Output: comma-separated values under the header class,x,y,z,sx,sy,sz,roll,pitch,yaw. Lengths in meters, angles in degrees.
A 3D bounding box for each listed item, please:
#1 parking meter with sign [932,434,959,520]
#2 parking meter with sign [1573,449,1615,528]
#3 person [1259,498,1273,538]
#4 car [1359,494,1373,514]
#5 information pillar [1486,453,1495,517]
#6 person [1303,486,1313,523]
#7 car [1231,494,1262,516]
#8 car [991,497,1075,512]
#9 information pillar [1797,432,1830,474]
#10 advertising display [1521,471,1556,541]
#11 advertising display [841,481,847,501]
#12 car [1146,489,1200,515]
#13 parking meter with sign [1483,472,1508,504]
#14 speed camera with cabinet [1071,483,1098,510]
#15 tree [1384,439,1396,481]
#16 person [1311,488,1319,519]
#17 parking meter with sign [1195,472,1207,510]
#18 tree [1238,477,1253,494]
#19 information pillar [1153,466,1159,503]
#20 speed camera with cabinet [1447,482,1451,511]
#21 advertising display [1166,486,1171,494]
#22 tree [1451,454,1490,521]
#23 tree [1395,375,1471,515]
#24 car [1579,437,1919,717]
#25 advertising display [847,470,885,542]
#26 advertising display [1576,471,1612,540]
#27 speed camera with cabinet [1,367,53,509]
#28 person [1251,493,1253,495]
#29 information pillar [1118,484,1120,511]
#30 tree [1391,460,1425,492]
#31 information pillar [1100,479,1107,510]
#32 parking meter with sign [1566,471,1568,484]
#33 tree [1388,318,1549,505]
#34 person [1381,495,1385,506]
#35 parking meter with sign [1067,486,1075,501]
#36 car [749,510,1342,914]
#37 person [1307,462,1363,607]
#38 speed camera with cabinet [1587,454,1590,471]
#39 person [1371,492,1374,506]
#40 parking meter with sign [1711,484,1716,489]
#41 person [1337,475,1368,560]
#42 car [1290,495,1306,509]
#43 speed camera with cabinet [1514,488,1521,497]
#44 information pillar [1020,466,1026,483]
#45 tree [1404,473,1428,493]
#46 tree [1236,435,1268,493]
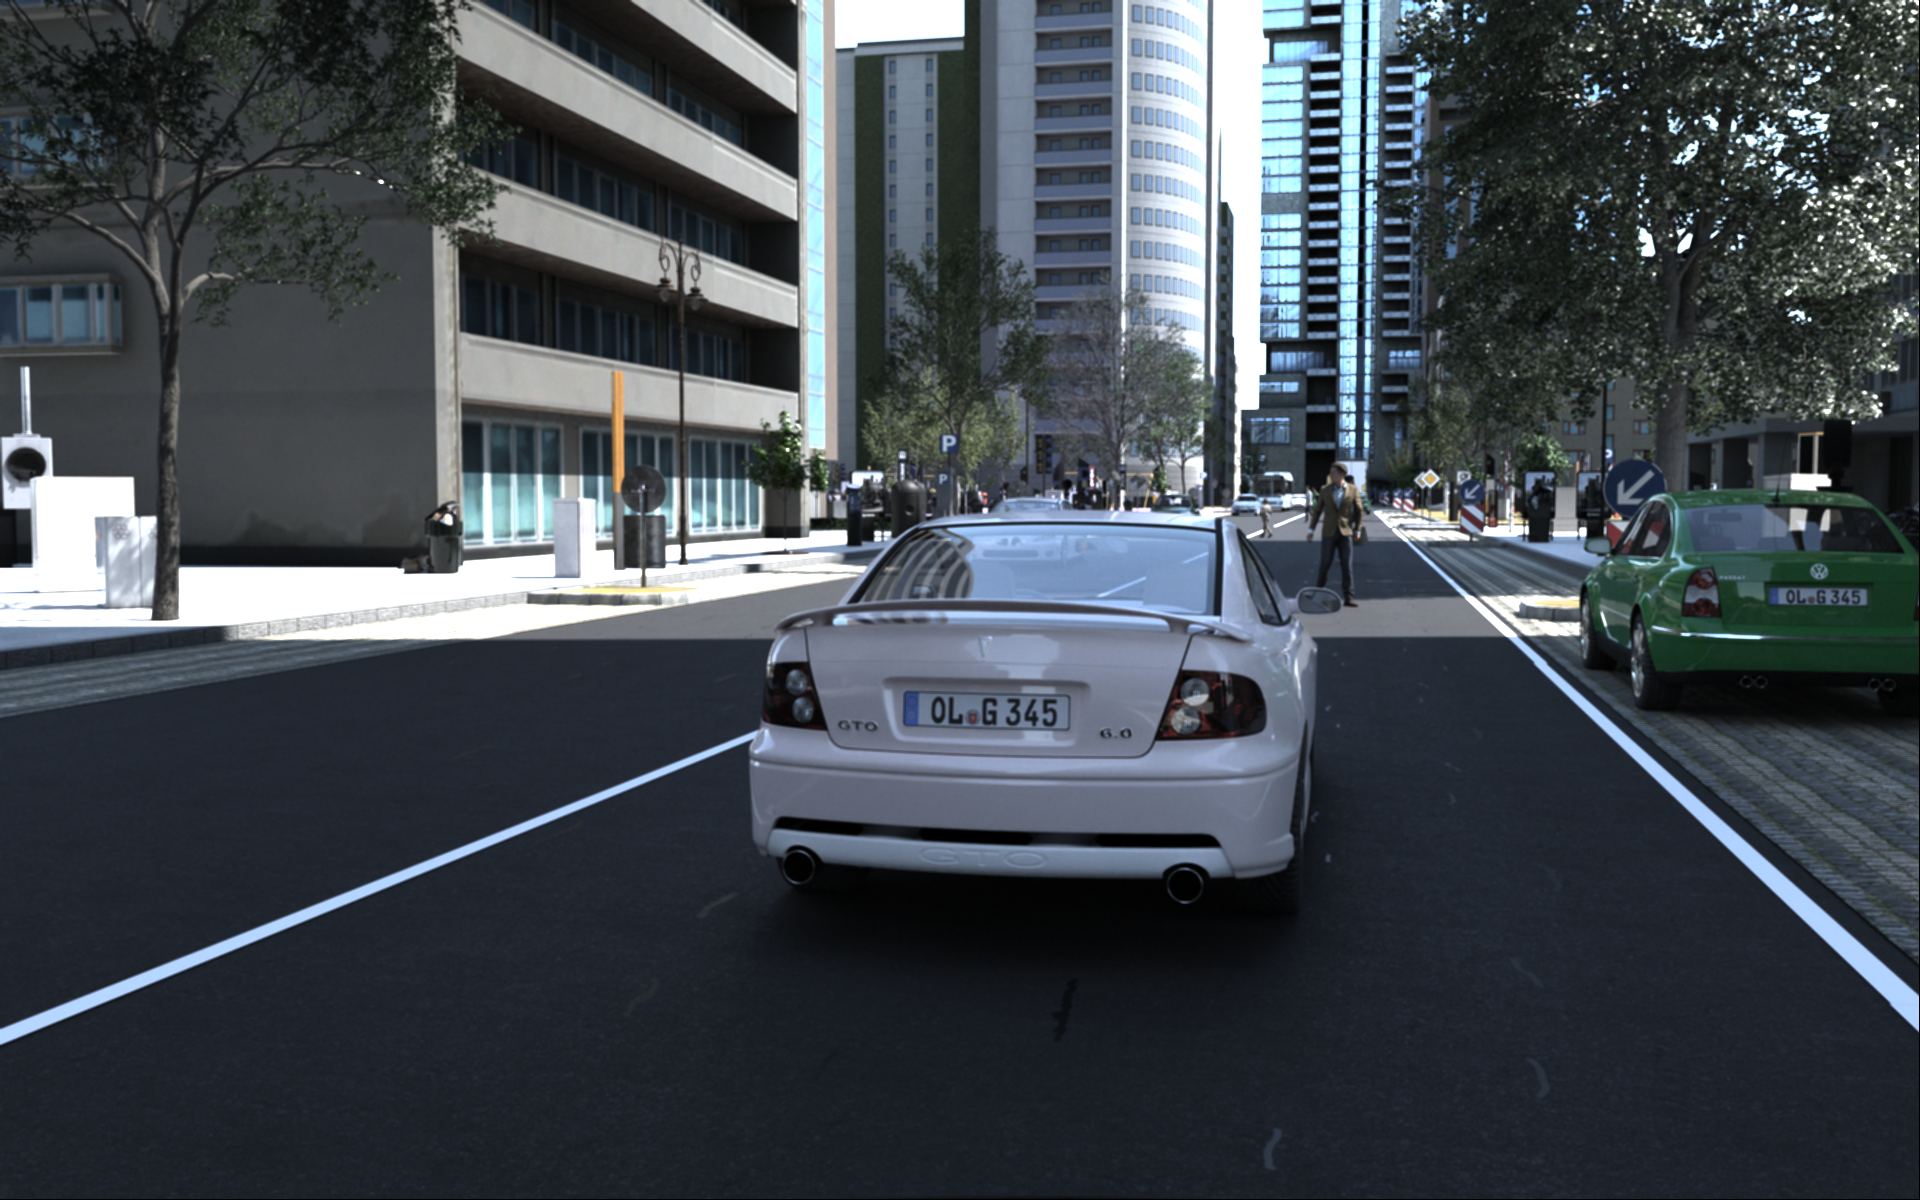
class,x,y,z,sx,sy,sz,roll,pitch,yaw
parking meter with sign,-0.448,-3.264,49.624,0.543,3.016,1.738,1,4,9
parking meter with sign,24.186,-4.264,65.975,1.738,3.016,0.543,-3,4,-37
person,10.012,-2.690,56.762,0.475,1.303,0.640,-3,5,-44
car,28.256,-6.812,123.172,2.131,1.459,4.920,1,4,14
information pillar,29.778,-6.483,97.357,0.504,3.616,0.183,0,4,1
person,17.618,-4.819,87.139,0.795,1.843,0.661,0,4,5
car,19.084,-6.311,115.193,2.014,1.417,4.499,1,4,14
car,1.454,-1.398,35.216,2.083,1.381,4.827,1,4,12
information pillar,10.265,-0.997,20.792,0.304,2.012,0.304,-1,4,-14
advertising display,15.897,-2.592,47.593,0.974,1.923,0.123,-1,4,-13
advertising display,-5.337,-4.783,83.409,0.974,1.923,0.123,2,4,35
car,8.234,-3.474,66.580,2.009,1.686,4.222,1,4,13
parking meter with sign,34.324,-7.056,111.631,1.738,3.016,0.543,2,4,25
speed camera with cabinet,9.499,-8.430,132.168,2.038,3.252,0.660,2,4,24
tree,56.894,-16.750,224.224,4.737,8.622,4.395,0,3,0
person,20.307,-5.565,99.739,0.600,1.795,0.529,3,5,41
parking meter with sign,19.328,-8.786,139.905,0.543,3.016,1.738,-1,4,-17
tree,33.146,-12.670,201.751,1.663,3.219,1.824,0,3,0
information pillar,15.950,-9.145,140.871,0.504,3.616,0.183,0,4,-4
speed camera with cabinet,37.427,-8.499,133.289,0.660,3.252,2.038,2,4,23
advertising display,15.994,-7.868,133.851,0.123,1.923,0.974,3,5,40
tree,24.381,-5.402,82.921,1.663,3.219,1.824,0,3,0
tree,29.722,-9.559,106.654,4.737,8.622,4.395,0,3,0
car,5.644,-0.231,12.572,1.959,1.807,4.718,1,4,13
advertising display,-2.492,-2.534,46.642,0.974,1.923,0.123,-1,4,-22
advertising display,17.521,-2.610,47.881,0.123,1.923,0.974,-3,5,-44
speed camera with cabinet,-15.080,-1.971,26.566,2.038,3.252,0.660,-2,4,-25
person,26.956,-9.155,158.631,0.568,1.767,0.683,0,4,-6
information pillar,9.824,-6.331,108.001,0.304,2.012,0.304,0,4,-4
tree,43.225,-11.199,166.815,4.285,4.588,4.351,0,3,0
information pillar,7.175,-5.021,86.587,0.304,2.012,0.304,-1,4,-13
parking meter with sign,47.520,-8.370,133.112,1.738,3.016,0.543,1,4,22
tree,27.134,-9.675,92.604,8.767,10.594,7.601,1,4,17
person,48.060,-11.454,196.331,0.434,1.755,0.990,-1,4,-18
parking meter with sign,9.919,-9.679,154.513,1.738,3.016,0.543,1,4,18
car,0.572,0.301,7.433,2.083,1.381,4.827,1,4,12
person,4.816,-0.849,22.298,0.656,1.842,0.836,-1,4,-20
speed camera with cabinet,31.204,-5.562,85.270,0.660,3.252,2.038,1,4,13
person,51.323,-12.629,215.698,0.721,1.735,1.217,3,4,38
parking meter with sign,54.741,-7.957,126.353,1.738,3.016,0.543,3,5,44
person,8.070,-1.682,35.982,0.794,1.824,0.713,-2,4,-25
car,32.336,-9.341,165.093,2.083,1.381,4.827,1,4,13
speed camera with cabinet,42.553,-8.275,129.632,2.038,3.252,0.660,2,4,32
information pillar,5.176,-9.184,141.517,0.504,3.616,0.183,0,4,-3
tree,41.445,-9.951,157.299,1.663,3.219,1.824,0,3,0
tree,35.550,-15.898,210.300,4.737,8.622,4.395,0,3,0
